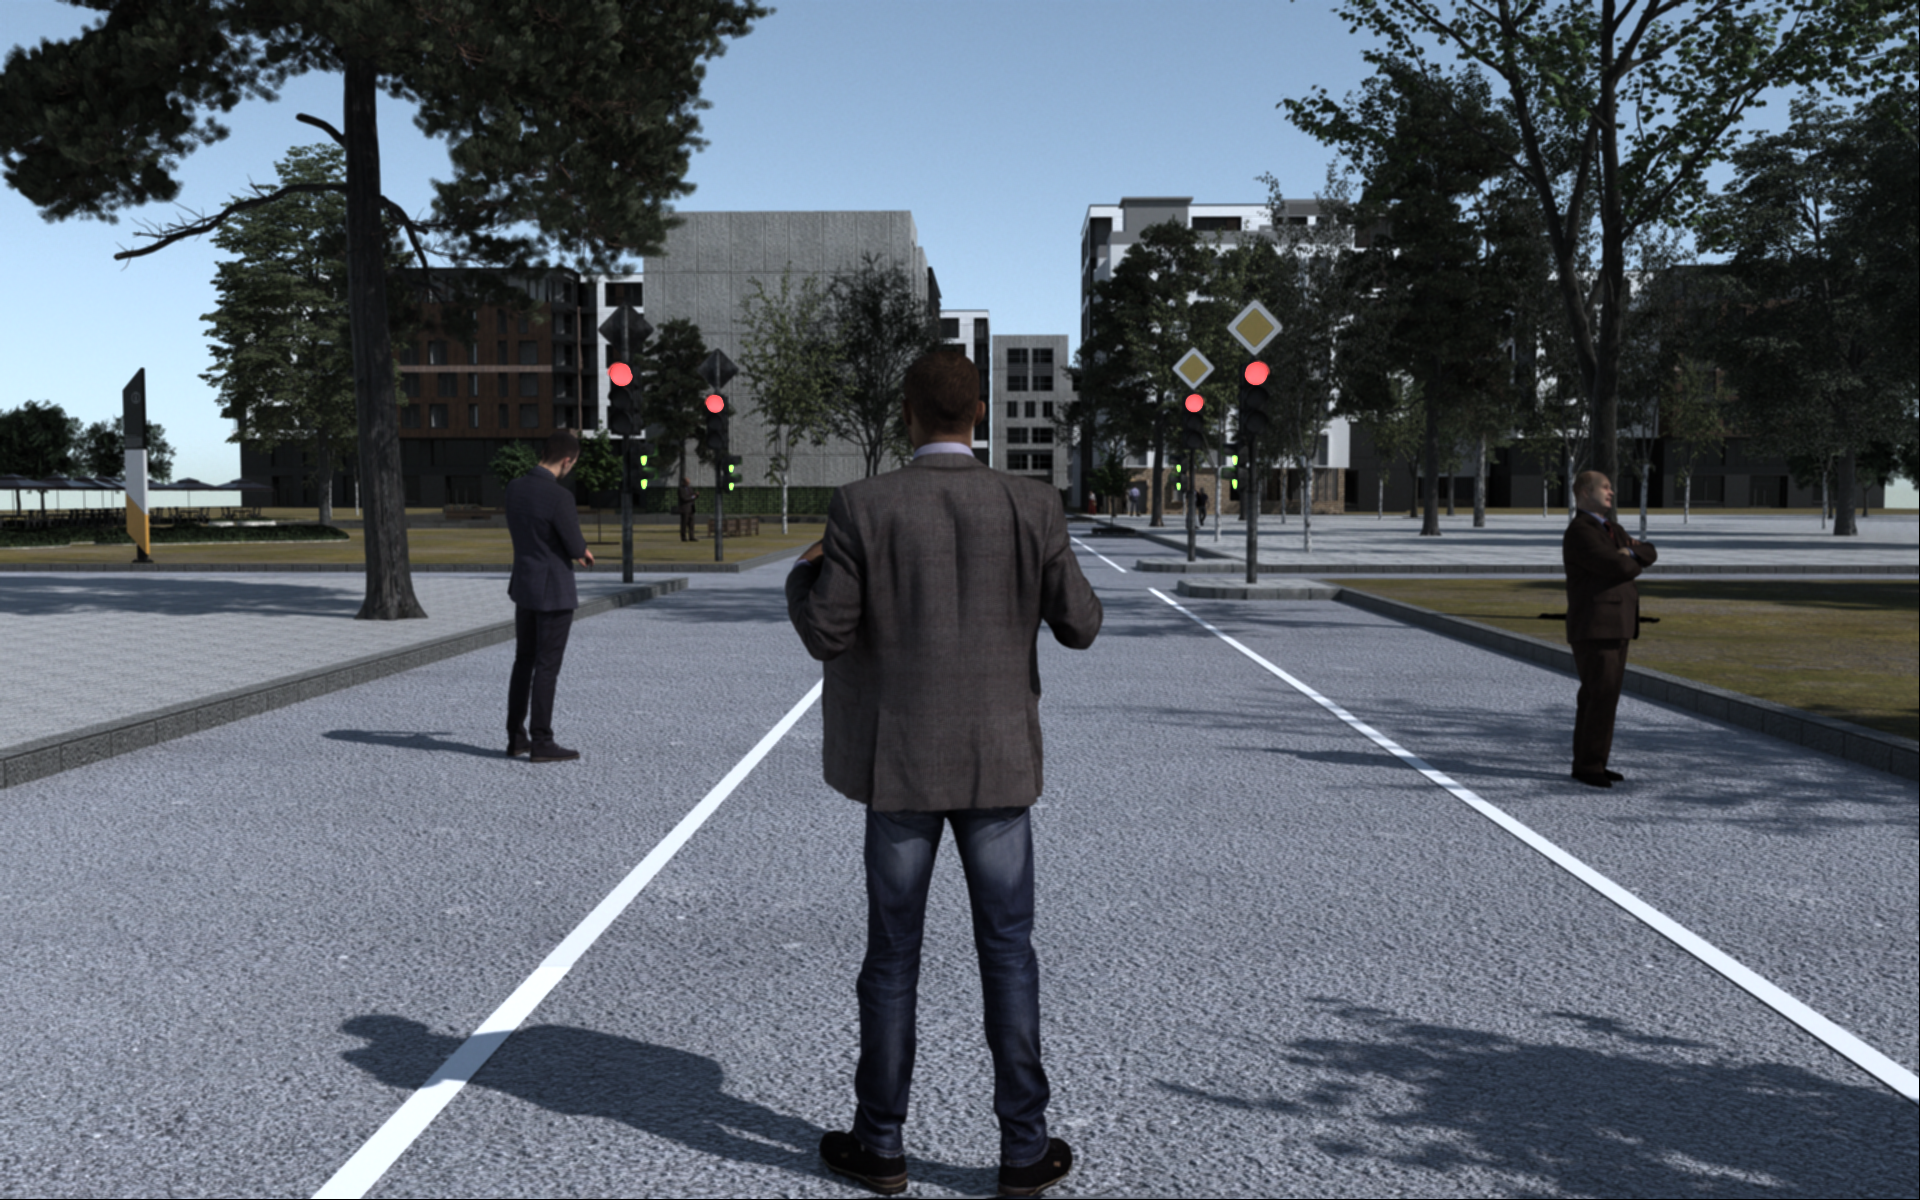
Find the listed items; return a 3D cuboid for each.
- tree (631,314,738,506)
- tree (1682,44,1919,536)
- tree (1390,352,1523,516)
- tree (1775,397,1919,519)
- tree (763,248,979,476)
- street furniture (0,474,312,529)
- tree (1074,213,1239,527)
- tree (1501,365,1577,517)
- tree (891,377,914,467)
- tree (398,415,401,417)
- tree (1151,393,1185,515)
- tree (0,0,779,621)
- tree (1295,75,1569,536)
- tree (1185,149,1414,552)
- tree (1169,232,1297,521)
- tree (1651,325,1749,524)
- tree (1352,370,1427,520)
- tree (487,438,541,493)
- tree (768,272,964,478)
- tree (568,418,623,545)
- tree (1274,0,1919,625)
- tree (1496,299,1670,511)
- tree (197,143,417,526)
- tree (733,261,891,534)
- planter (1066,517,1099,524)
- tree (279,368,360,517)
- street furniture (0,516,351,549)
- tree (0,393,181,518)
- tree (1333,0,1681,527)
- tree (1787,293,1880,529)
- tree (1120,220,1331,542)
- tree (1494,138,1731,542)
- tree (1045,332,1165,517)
[{"bbox_3d":[-16.902,-11.200,105.176,6.751,12.117,7.091,0,3,0],"label":"tree"},{"bbox_3d":[27.253,-8.958,53.121,9.857,13.997,8.962,0,3,0],"label":"tree"},{"bbox_3d":[29.422,-11.299,102.863,7.486,12.596,7.792,0,3,0],"label":"tree"},{"bbox_3d":[51.282,-8.069,94.837,11.467,7.101,20.602,2,4,27],"label":"tree"},{"bbox_3d":[-4.199,-10.737,85.922,12.009,13.543,11.850,0,3,0],"label":"tree"},{"bbox_3d":[-36.860,-4.009,70.579,14.083,1.986,27.439,0,4,-1],"label":"street furniture"},{"bbox_3d":[7.789,-8.911,67.757,6.751,12.117,7.091,0,3,0],"label":"tree"},{"bbox_3d":[32.131,-8.872,95.414,4.737,8.622,4.395,0,3,0],"label":"tree"},{"bbox_3d":[-3.287,-9.368,103.537,4.737,8.622,4.395,0,3,0],"label":"tree"},{"bbox_3d":[-35.867,-9.367,103.507,4.360,8.622,3.978,0,3,0],"label":"tree"},{"bbox_3d":[13.298,-9.407,104.160,4.360,8.622,3.978,0,3,0],"label":"tree"},{"bbox_3d":[-6.198,-6.733,17.502,7.806,13.903,7.818,0,3,0],"label":"tree"},{"bbox_3d":[14.856,-8.928,53.392,7.806,13.903,7.818,0,3,0],"label":"tree"},{"bbox_3d":[7.759,-5.364,38.072,4.360,8.622,3.978,0,3,0],"label":"tree"},{"bbox_3d":[13.542,-10.783,83.728,7.806,13.903,7.818,0,3,0],"label":"tree"},{"bbox_3d":[31.808,-7.629,75.102,4.737,8.622,4.395,0,3,0],"label":"tree"},{"bbox_3d":[21.081,-8.273,85.632,4.737,8.622,4.395,0,3,0],"label":"tree"},{"bbox_3d":[-25.872,-7.187,101.220,4.285,4.588,4.351,0,3,0],"label":"tree"},{"bbox_3d":[-3.995,-8.517,73.666,8.767,10.594,7.601,-1,4,-18],"label":"tree"},{"bbox_3d":[-9.126,-3.035,44.227,1.663,3.219,1.824,0,3,0],"label":"tree"},{"bbox_3d":[6.326,-5.595,17.233,9.928,11.665,9.643,0,3,0],"label":"tree"},{"bbox_3d":[29.497,-9.064,82.603,8.767,10.594,7.601,2,4,26],"label":"tree"},{"bbox_3d":[-21.079,-8.455,56.364,7.486,12.596,7.792,0,3,0],"label":"tree"},{"bbox_3d":[-5.496,-6.451,55.830,4.737,8.622,4.395,0,3,0],"label":"tree"},{"bbox_3d":[5.729,-3.871,84.437,1.991,0.319,1.994,0,4,1],"label":"planter"},{"bbox_3d":[-35.161,-8.904,95.950,4.360,8.622,3.978,0,3,0],"label":"tree"},{"bbox_3d":[-21.263,-1.818,45.354,5.734,0.657,10.072,3,5,44],"label":"street furniture"},{"bbox_3d":[-52.698,-8.164,96.387,11.467,7.101,20.602,0,4,2],"label":"tree"},{"bbox_3d":[21.411,-12.840,65.817,12.611,20.169,13.585,0,3,0],"label":"tree"},{"bbox_3d":[31.516,-6.876,62.785,4.360,8.622,3.978,0,3,0],"label":"tree"},{"bbox_3d":[6.739,-5.875,46.424,4.737,8.622,4.395,0,3,0],"label":"tree"},{"bbox_3d":[12.940,-5.242,36.072,4.360,8.622,3.978,0,3,0],"label":"tree"},{"bbox_3d":[8.154,-9.809,94.793,7.601,10.594,8.767,-1,4,-18],"label":"tree"}]
